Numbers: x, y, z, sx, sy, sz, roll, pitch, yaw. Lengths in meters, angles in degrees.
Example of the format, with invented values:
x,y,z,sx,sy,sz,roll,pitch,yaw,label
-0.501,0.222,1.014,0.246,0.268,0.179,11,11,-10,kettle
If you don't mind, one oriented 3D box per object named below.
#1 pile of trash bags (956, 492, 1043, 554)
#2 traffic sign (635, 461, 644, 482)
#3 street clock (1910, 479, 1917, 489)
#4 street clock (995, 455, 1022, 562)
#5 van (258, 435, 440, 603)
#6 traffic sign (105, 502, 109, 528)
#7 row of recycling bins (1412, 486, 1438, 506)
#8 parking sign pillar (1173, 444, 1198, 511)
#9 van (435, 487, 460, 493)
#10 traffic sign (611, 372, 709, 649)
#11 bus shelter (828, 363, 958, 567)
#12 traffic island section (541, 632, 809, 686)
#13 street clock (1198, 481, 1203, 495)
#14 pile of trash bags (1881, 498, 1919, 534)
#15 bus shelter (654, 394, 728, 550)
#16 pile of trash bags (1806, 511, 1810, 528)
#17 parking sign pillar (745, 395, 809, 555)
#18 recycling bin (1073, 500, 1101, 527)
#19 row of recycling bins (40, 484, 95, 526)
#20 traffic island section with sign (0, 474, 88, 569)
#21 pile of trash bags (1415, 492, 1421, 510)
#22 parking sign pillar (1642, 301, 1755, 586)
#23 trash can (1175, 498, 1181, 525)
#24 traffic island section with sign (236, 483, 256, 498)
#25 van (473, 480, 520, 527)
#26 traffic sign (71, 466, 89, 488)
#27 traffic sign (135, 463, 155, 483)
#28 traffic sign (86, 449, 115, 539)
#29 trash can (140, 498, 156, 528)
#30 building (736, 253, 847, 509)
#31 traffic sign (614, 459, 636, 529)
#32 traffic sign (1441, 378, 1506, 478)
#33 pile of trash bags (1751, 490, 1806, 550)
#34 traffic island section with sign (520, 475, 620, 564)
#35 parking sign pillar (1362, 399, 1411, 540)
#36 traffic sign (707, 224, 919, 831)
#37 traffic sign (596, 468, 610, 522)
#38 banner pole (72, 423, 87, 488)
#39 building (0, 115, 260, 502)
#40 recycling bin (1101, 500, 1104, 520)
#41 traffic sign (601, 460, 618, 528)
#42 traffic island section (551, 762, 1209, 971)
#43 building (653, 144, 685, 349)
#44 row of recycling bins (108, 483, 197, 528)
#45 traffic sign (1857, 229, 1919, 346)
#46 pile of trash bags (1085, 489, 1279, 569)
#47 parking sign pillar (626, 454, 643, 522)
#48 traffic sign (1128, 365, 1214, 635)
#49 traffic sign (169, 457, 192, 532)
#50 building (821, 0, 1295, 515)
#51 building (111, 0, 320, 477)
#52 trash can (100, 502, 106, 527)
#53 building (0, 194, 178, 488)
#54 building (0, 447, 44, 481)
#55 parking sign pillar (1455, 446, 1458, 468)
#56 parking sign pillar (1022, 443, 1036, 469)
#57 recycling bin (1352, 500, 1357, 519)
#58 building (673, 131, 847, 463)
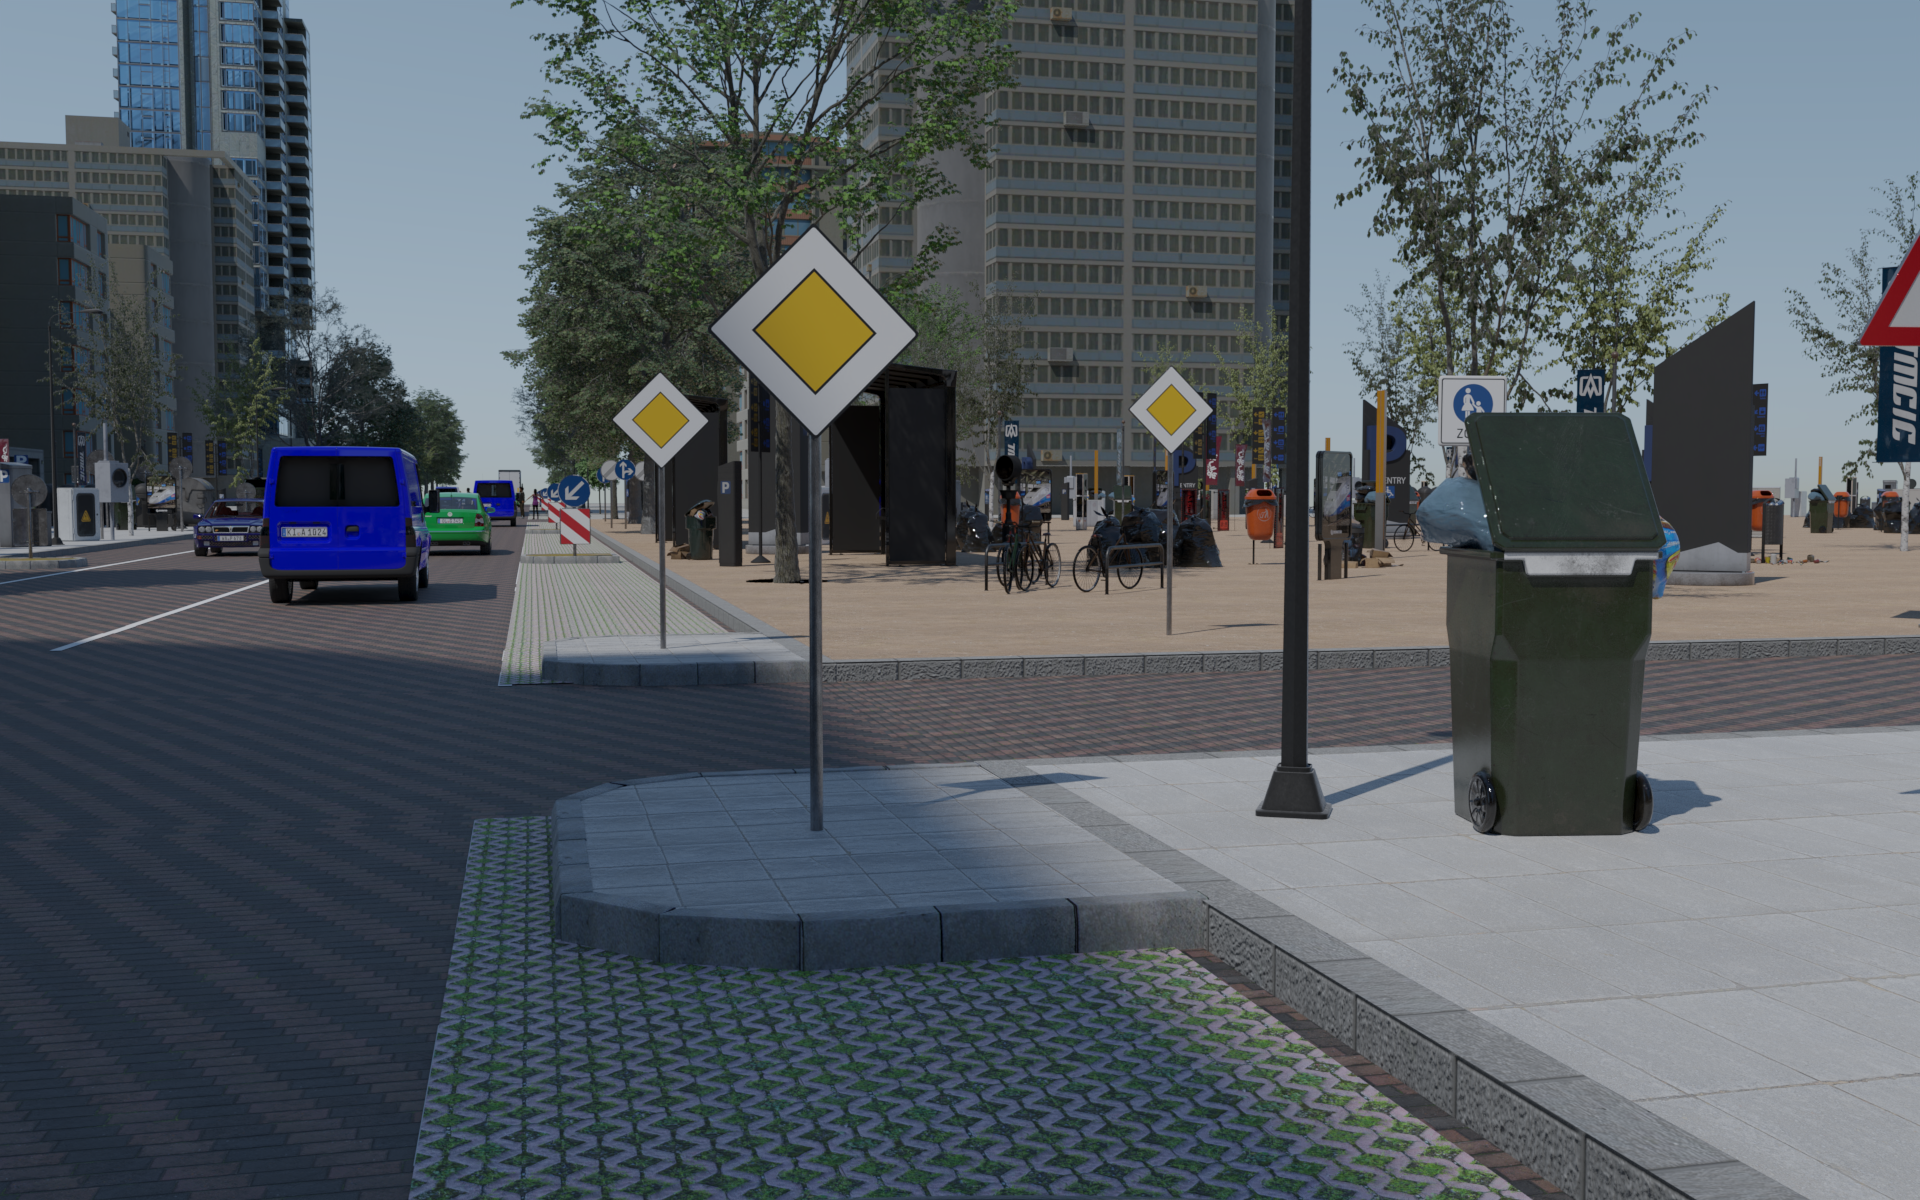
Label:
x,y,z,sx,sy,sz,roll,pitch,yaw,label
0.894,-1.748,38.327,1.912,1.369,3.447,-1,4,-8,pile of trash bags
-12.300,-4.118,67.437,0.768,2.556,0.104,-1,4,-10,traffic sign
44.870,-4.724,81.811,0.471,2.002,0.358,0,3,0,street clock
0.899,-1.684,32.110,0.471,2.002,0.358,3,5,44,street clock
-8.605,-1.236,24.593,2.240,2.365,5.245,-1,4,-15,van
-32.385,-4.012,65.705,0.768,2.556,0.104,-1,4,-9,traffic sign
24.513,-5.241,92.796,3.534,1.692,1.069,-1,4,-20,row of recycling bins
9.885,-5.404,76.831,1.447,3.967,1.447,-1,4,-9,parking sign pillar
-41.193,-8.240,139.116,2.240,2.365,5.245,-1,4,-13,van
-2.464,-0.652,14.303,0.795,2.450,0.064,-1,4,-14,traffic sign
-1.539,-2.581,33.478,1.731,3.624,6.357,-1,4,-14,bus shelter
-2.443,0.483,14.386,2.009,0.180,2.903,-1,4,-14,traffic island section
13.224,-5.563,95.520,0.471,2.002,0.358,2,4,28,street clock
32.747,-3.161,61.432,3.447,1.369,1.912,3,5,44,pile of trash bags
-6.800,-3.137,42.574,1.731,3.624,6.357,-1,4,-14,bus shelter
33.867,-3.409,65.482,3.447,1.369,1.912,-1,4,-11,pile of trash bags
-3.900,-2.983,37.241,1.447,3.967,1.447,2,4,25,parking sign pillar
4.931,-3.397,68.087,0.722,1.027,0.722,-2,4,-28,recycling bin
-35.745,-3.778,68.885,3.534,1.692,1.069,0,4,7,row of recycling bins
-18.281,-1.544,33.865,1.989,1.847,2.006,-1,4,-14,traffic island section with sign
17.862,-3.904,73.575,3.447,1.369,1.912,0,4,-5,pile of trash bags
10.589,-2.215,24.695,1.447,3.967,1.447,2,4,31,parking sign pillar
7.600,-2.889,58.881,0.748,1.137,0.748,0,3,0,trash can
-24.753,-3.144,60.035,1.989,1.847,2.006,-1,4,-14,traffic island section with sign
-20.813,-4.466,77.410,2.240,2.365,5.245,-1,4,-15,van
-31.957,-3.720,62.953,0.606,2.300,0.079,0,4,-7,traffic sign
-33.259,-4.321,70.747,0.768,2.556,0.104,-1,4,-12,traffic sign
-24.422,-3.005,49.243,0.768,2.556,0.104,-1,4,-11,traffic sign
-30.748,-3.313,65.818,0.748,1.137,0.748,0,3,0,trash can
-2.652,-18.078,140.619,27.650,21.520,28.899,-1,4,-14,building
-12.267,-3.877,63.495,0.768,2.556,0.104,0,4,-6,traffic sign
4.436,-0.792,15.082,0.606,2.300,0.079,0,4,-6,traffic sign
16.726,-1.772,38.732,3.447,1.369,1.912,-1,4,-18,pile of trash bags
-8.195,-1.690,36.266,1.989,1.847,2.006,-1,4,-14,traffic island section with sign
12.144,-3.725,49.371,1.447,3.967,1.447,-1,4,-10,parking sign pillar
-0.550,-0.178,6.550,0.795,2.450,0.064,-1,4,-14,traffic sign
-16.523,-4.925,80.624,0.768,2.556,0.104,-1,4,-11,traffic sign
-31.157,-4.360,61.299,0.401,3.779,0.863,0,4,7,banner pole
-88.482,-30.031,182.889,32.217,40.220,23.993,-1,4,-14,building
5.792,-3.754,73.935,0.722,1.027,0.722,0,4,3,recycling bin
-13.087,-3.969,65.000,0.768,2.556,0.104,-1,4,-12,traffic sign
-0.529,0.957,6.633,2.009,0.180,2.903,-1,4,-14,traffic island section
-30.784,-37.536,237.414,21.300,48.544,21.600,-1,4,-14,building
-31.163,-3.680,67.284,3.534,1.692,1.069,-2,4,-25,row of recycling bins
3.651,-0.386,6.320,0.884,2.594,0.081,0,4,-7,traffic sign
4.064,-1.296,30.938,3.447,1.369,1.912,-1,4,-16,pile of trash bags
-14.844,-5.630,80.530,1.447,3.967,1.447,-2,4,-28,parking sign pillar
1.896,-0.885,15.655,0.795,2.450,0.064,-1,4,-9,traffic sign
-26.476,-3.594,58.865,0.768,2.556,0.104,0,4,-5,traffic sign
5.639,-25.873,114.901,32.217,40.220,23.993,-1,4,-14,building
-89.526,-54.851,209.485,22.319,86.520,31.000,-1,4,-14,building
-33.559,-3.409,67.393,0.748,1.137,0.748,0,3,0,trash can
-68.395,-16.308,111.682,27.650,21.520,28.899,-1,4,-14,building
-59.461,-39.673,86.909,20.563,71.187,20.611,-1,4,-14,building
21.678,-5.222,73.844,1.447,3.967,1.447,-1,4,-9,parking sign pillar
3.614,-6.244,90.565,1.447,3.967,1.447,-1,4,-13,parking sign pillar
16.310,-3.608,71.542,0.722,1.027,0.722,-1,4,-10,recycling bin
-23.545,-34.169,213.293,22.147,44.769,28.867,-1,4,-14,building
